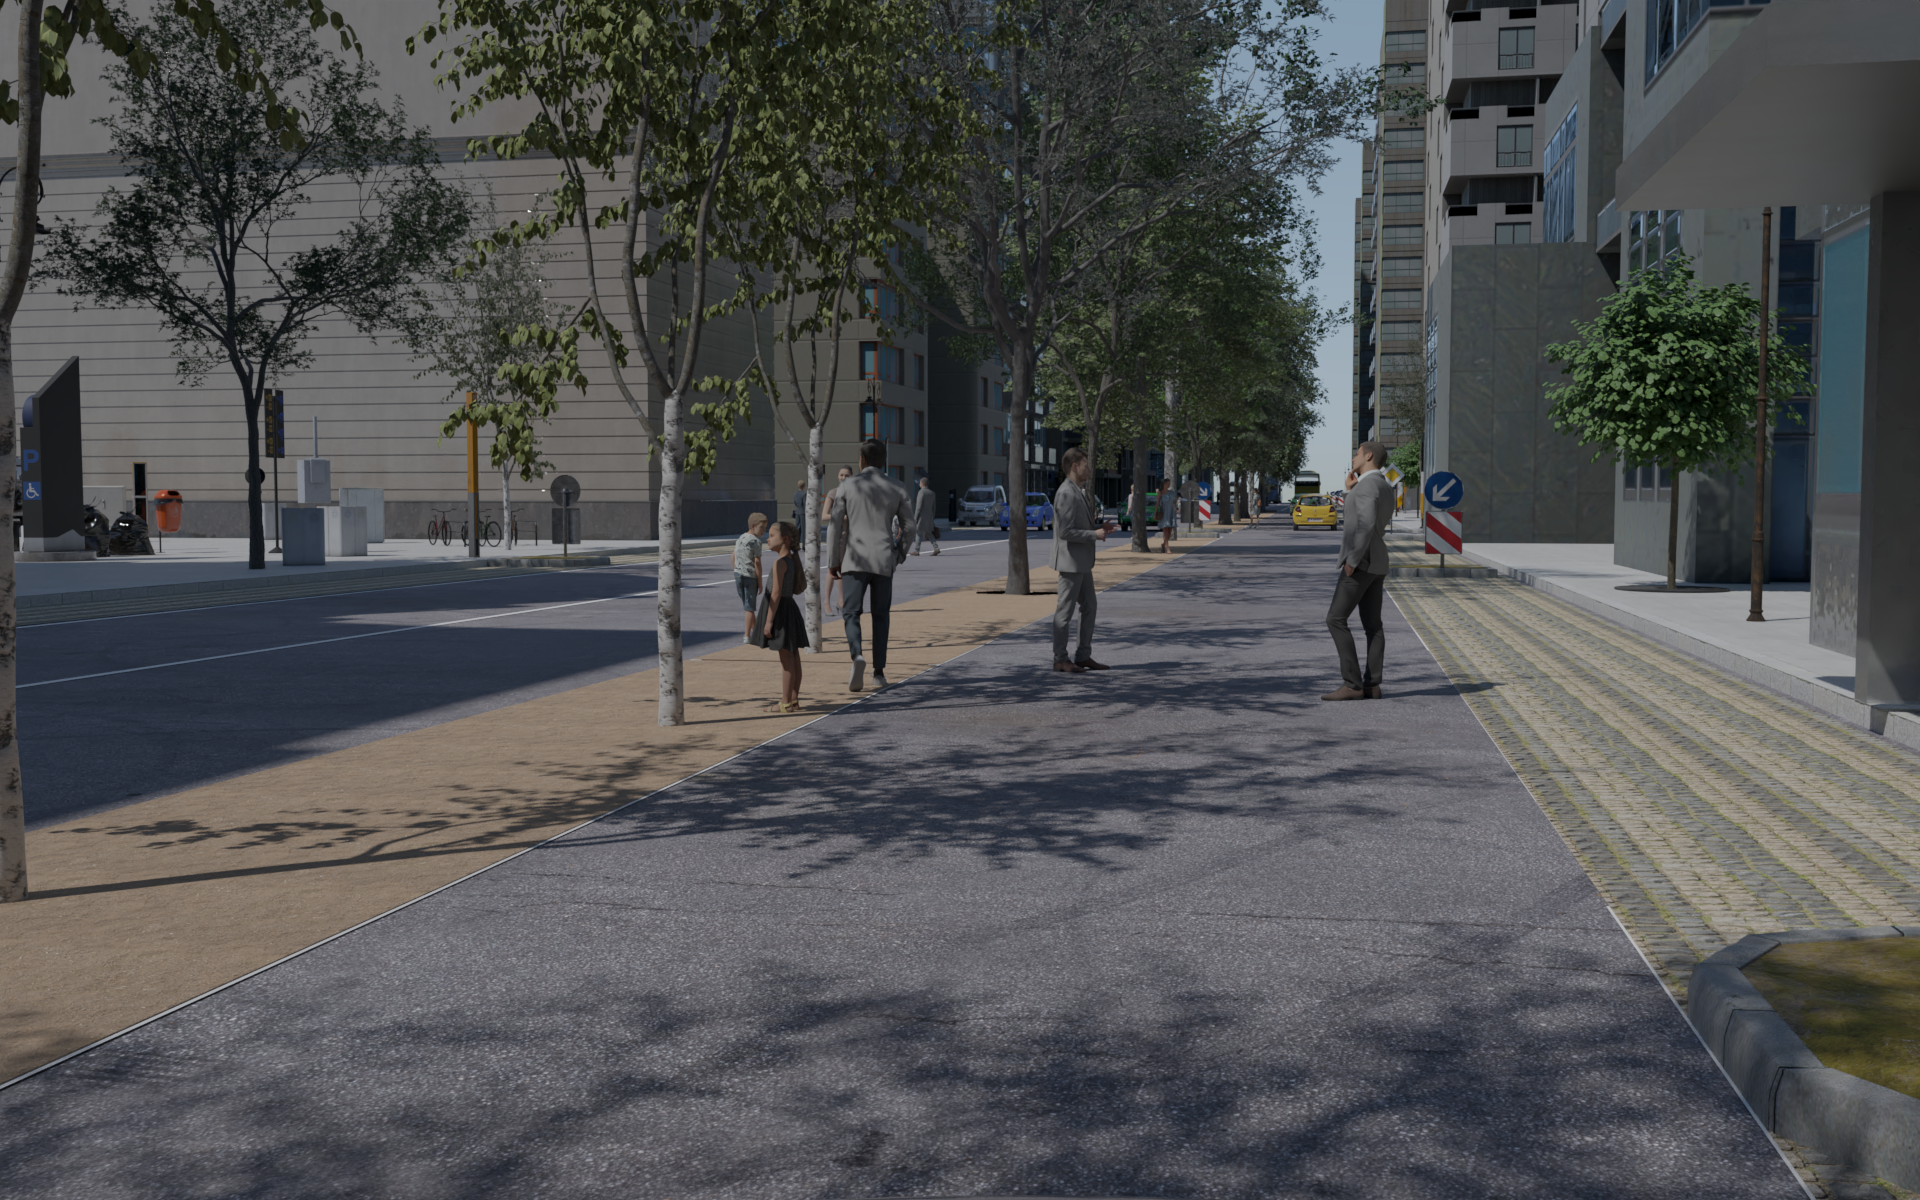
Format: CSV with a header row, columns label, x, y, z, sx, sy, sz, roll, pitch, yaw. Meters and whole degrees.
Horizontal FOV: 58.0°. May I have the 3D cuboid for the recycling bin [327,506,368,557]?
label,x,y,z,sx,sy,sz,roll,pitch,yaw
recycling bin,-12.754,-1.420,35.764,0.722,1.027,0.722,2,4,27

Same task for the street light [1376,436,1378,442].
label,x,y,z,sx,sy,sz,roll,pitch,yaw
street light,32.463,-9.920,134.982,0.468,5.910,1.993,1,4,12

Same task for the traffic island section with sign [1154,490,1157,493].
label,x,y,z,sx,sy,sz,roll,pitch,yaw
traffic island section with sign,18.710,-9.522,164.320,1.989,1.847,2.006,1,4,12

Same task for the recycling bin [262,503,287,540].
label,x,y,z,sx,sy,sz,roll,pitch,yaw
recycling bin,-19.420,-2.208,48.656,0.722,1.027,0.722,2,4,35

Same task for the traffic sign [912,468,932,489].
label,x,y,z,sx,sy,sz,roll,pitch,yaw
traffic sign,-1.459,-3.856,66.695,0.795,2.450,0.064,1,4,12

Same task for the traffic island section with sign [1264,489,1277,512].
label,x,y,z,sx,sy,sz,roll,pitch,yaw
traffic island section with sign,24.247,-7.932,137.831,2.006,1.907,1.989,1,4,12

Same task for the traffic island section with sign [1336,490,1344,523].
label,x,y,z,sx,sy,sz,roll,pitch,yaw
traffic island section with sign,19.646,-4.678,85.111,1.989,1.847,2.006,1,4,12

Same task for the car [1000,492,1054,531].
label,x,y,z,sx,sy,sz,roll,pitch,yaw
car,2.654,-3.576,68.067,1.945,1.707,3.694,1,4,12

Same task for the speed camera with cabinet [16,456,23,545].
label,x,y,z,sx,sy,sz,roll,pitch,yaw
speed camera with cabinet,-22.455,-2.901,41.763,2.038,3.252,0.660,2,4,28

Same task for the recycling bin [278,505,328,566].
label,x,y,z,sx,sy,sz,roll,pitch,yaw
recycling bin,-11.887,-1.149,31.344,0.722,1.027,0.722,-1,4,-22

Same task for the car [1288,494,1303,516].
label,x,y,z,sx,sy,sz,roll,pitch,yaw
car,22.909,-6.337,115.402,2.131,1.459,4.920,1,4,11

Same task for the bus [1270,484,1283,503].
label,x,y,z,sx,sy,sz,roll,pitch,yaw
bus,52.162,-17.911,287.703,2.948,3.499,13.247,1,4,12

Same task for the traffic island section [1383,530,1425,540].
label,x,y,z,sx,sy,sz,roll,pitch,yaw
traffic island section,13.831,-2.028,55.445,2.009,0.180,2.903,1,4,12

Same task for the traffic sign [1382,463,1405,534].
label,x,y,z,sx,sy,sz,roll,pitch,yaw
traffic sign,13.806,-3.164,55.373,0.795,2.450,0.064,1,4,12

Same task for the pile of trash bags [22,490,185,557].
label,x,y,z,sx,sy,sz,roll,pitch,yaw
pile of trash bags,-17.768,-1.630,36.405,1.912,1.369,3.447,1,4,22

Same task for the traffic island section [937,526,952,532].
label,x,y,z,sx,sy,sz,roll,pitch,yaw
traffic island section,-1.483,-2.721,66.762,2.009,0.180,2.903,1,4,12

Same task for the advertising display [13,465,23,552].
label,x,y,z,sx,sy,sz,roll,pitch,yaw
advertising display,-20.947,-2.015,38.159,0.974,1.923,0.123,-2,4,-29

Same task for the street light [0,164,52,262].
label,x,y,z,sx,sy,sz,roll,pitch,yaw
street light,-12.646,-3.056,22.761,0.468,5.910,1.993,1,4,12

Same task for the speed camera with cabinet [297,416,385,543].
label,x,y,z,sx,sy,sz,roll,pitch,yaw
speed camera with cabinet,-16.007,-3.085,44.776,2.038,3.252,0.660,-3,4,-39

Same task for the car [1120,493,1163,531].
label,x,y,z,sx,sy,sz,roll,pitch,yaw
car,7.381,-3.616,67.922,1.959,1.807,4.718,1,4,13

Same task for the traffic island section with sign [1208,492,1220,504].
label,x,y,z,sx,sy,sz,roll,pitch,yaw
traffic island section with sign,35.532,-14.493,245.593,1.989,1.847,2.006,1,4,12

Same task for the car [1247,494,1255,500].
label,x,y,z,sx,sy,sz,roll,pitch,yaw
car,34.788,-11.923,204.723,2.009,1.686,4.222,1,4,10

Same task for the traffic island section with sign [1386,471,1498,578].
label,x,y,z,sx,sy,sz,roll,pitch,yaw
traffic island section with sign,8.335,-1.335,30.451,1.989,1.847,2.006,1,4,12

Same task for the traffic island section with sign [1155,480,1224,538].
label,x,y,z,sx,sy,sz,roll,pitch,yaw
traffic island section with sign,7.516,-2.988,56.992,2.006,1.907,1.989,1,4,12

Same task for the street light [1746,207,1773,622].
label,x,y,z,sx,sy,sz,roll,pitch,yaw
street light,8.026,-2.722,17.287,0.468,5.910,1.993,1,4,12

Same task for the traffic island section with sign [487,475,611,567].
label,x,y,z,sx,sy,sz,roll,pitch,yaw
traffic island section with sign,-8.119,-1.594,34.683,1.989,1.847,2.006,1,4,12

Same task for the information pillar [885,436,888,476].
label,x,y,z,sx,sy,sz,roll,pitch,yaw
information pillar,-2.984,-4.820,70.163,0.183,3.616,0.504,0,4,4

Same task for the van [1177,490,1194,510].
label,x,y,z,sx,sy,sz,roll,pitch,yaw
van,20.523,-9.277,158.692,2.013,2.044,4.112,1,4,11

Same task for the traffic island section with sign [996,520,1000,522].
label,x,y,z,sx,sy,sz,roll,pitch,yaw
traffic island section with sign,2.906,-4.855,88.000,1.989,1.847,2.006,1,4,12

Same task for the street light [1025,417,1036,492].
label,x,y,z,sx,sy,sz,roll,pitch,yaw
street light,4.221,-8.030,104.072,0.468,5.910,1.993,1,4,12

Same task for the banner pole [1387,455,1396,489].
label,x,y,z,sx,sy,sz,roll,pitch,yaw
banner pole,27.710,-7.423,111.375,0.401,3.779,0.863,-3,5,-43

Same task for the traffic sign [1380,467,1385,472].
label,x,y,z,sx,sy,sz,roll,pitch,yaw
traffic sign,15.425,-3.642,63.193,0.795,2.450,0.064,1,4,12

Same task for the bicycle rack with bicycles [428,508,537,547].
label,x,y,z,sx,sy,sz,roll,pitch,yaw
bicycle rack with bicycles,-11.715,-1.806,42.902,2.852,0.926,2.925,-2,4,-30

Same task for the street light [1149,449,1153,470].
label,x,y,z,sx,sy,sz,roll,pitch,yaw
street light,19.799,-12.633,179.341,0.468,5.910,1.993,1,4,12

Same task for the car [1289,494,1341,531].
label,x,y,z,sx,sy,sz,roll,pitch,yaw
car,14.081,-3.577,68.710,2.015,1.641,3.980,1,4,11

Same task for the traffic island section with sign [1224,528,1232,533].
label,x,y,z,sx,sy,sz,roll,pitch,yaw
traffic island section with sign,9.027,-3.432,64.245,2.006,1.907,1.989,1,4,12

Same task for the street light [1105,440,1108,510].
label,x,y,z,sx,sy,sz,roll,pitch,yaw
street light,12.103,-10.365,142.249,0.468,5.910,1.993,1,4,12

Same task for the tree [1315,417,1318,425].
label,x,y,z,sx,sy,sz,roll,pitch,yaw
tree,21.583,-11.529,125.374,8.767,10.594,7.601,1,4,12

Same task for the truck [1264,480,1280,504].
label,x,y,z,sx,sy,sz,roll,pitch,yaw
truck,47.312,-16.757,263.727,2.967,4.110,18.799,1,4,11

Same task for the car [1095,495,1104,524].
label,x,y,z,sx,sy,sz,roll,pitch,yaw
car,5.723,-4.263,81.494,2.131,1.459,4.920,1,4,10

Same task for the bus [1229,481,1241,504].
label,x,y,z,sx,sy,sz,roll,pitch,yaw
bus,38.842,-15.176,242.985,2.948,3.499,13.247,1,4,10

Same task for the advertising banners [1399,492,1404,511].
label,x,y,z,sx,sy,sz,roll,pitch,yaw
advertising banners,33.768,-8.364,132.935,0.090,3.025,2.074,0,4,-2

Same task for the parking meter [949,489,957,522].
label,x,y,z,sx,sy,sz,roll,pitch,yaw
parking meter,-0.341,-4.348,79.497,0.372,1.533,0.369,0,3,0

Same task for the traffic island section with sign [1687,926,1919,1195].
label,x,y,z,sx,sy,sz,roll,pitch,yaw
traffic island section with sign,2.871,0.280,4.053,1.989,1.847,2.006,1,4,12

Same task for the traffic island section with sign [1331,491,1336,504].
label,x,y,z,sx,sy,sz,roll,pitch,yaw
traffic island section with sign,25.231,-6.327,112.080,1.989,1.847,2.006,1,4,12

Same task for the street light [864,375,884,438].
label,x,y,z,sx,sy,sz,roll,pitch,yaw
street light,-3.334,-5.782,67.328,0.468,5.910,1.993,1,4,12

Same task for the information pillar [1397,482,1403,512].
label,x,y,z,sx,sy,sz,roll,pitch,yaw
information pillar,30.826,-7.964,121.566,0.504,3.616,0.183,3,4,38

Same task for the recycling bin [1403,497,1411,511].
label,x,y,z,sx,sy,sz,roll,pitch,yaw
recycling bin,34.582,-7.483,134.897,0.722,1.027,0.722,-2,4,-28

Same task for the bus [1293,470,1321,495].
label,x,y,z,sx,sy,sz,roll,pitch,yaw
bus,36.097,-11.531,180.083,2.896,3.916,12.252,1,4,11

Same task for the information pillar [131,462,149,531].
label,x,y,z,sx,sy,sz,roll,pitch,yaw
information pillar,-18.823,-2.158,39.773,0.304,2.012,0.304,-2,4,-29

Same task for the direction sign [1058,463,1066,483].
label,x,y,z,sx,sy,sz,roll,pitch,yaw
direction sign,7.674,-8.287,127.489,0.876,3.537,0.379,0,4,-7

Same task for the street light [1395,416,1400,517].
label,x,y,z,sx,sy,sz,roll,pitch,yaw
street light,24.803,-7.674,98.260,0.468,5.910,1.993,1,4,12

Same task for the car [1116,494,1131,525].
label,x,y,z,sx,sy,sz,roll,pitch,yaw
car,8.381,-4.195,80.385,2.131,1.459,4.920,1,4,11

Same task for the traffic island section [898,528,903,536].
label,x,y,z,sx,sy,sz,roll,pitch,yaw
traffic island section,-3.102,-2.242,58.942,2.009,0.180,2.903,1,4,12

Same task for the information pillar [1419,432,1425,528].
label,x,y,z,sx,sy,sz,roll,pitch,yaw
information pillar,17.290,-4.484,64.672,0.183,3.616,0.504,1,4,22

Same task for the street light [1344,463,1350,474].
label,x,y,z,sx,sy,sz,roll,pitch,yaw
street light,57.064,-17.224,254.400,0.468,5.910,1.993,1,4,12

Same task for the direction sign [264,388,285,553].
label,x,y,z,sx,sy,sz,roll,pitch,yaw
direction sign,-14.822,-2.783,37.507,0.379,3.537,0.876,0,4,3

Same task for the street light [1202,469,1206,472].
label,x,y,z,sx,sy,sz,roll,pitch,yaw
street light,36.824,-17.655,261.449,0.468,5.910,1.993,1,4,12

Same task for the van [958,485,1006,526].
label,x,y,z,sx,sy,sz,roll,pitch,yaw
van,1.018,-4.325,77.724,2.013,2.044,4.112,1,4,11
